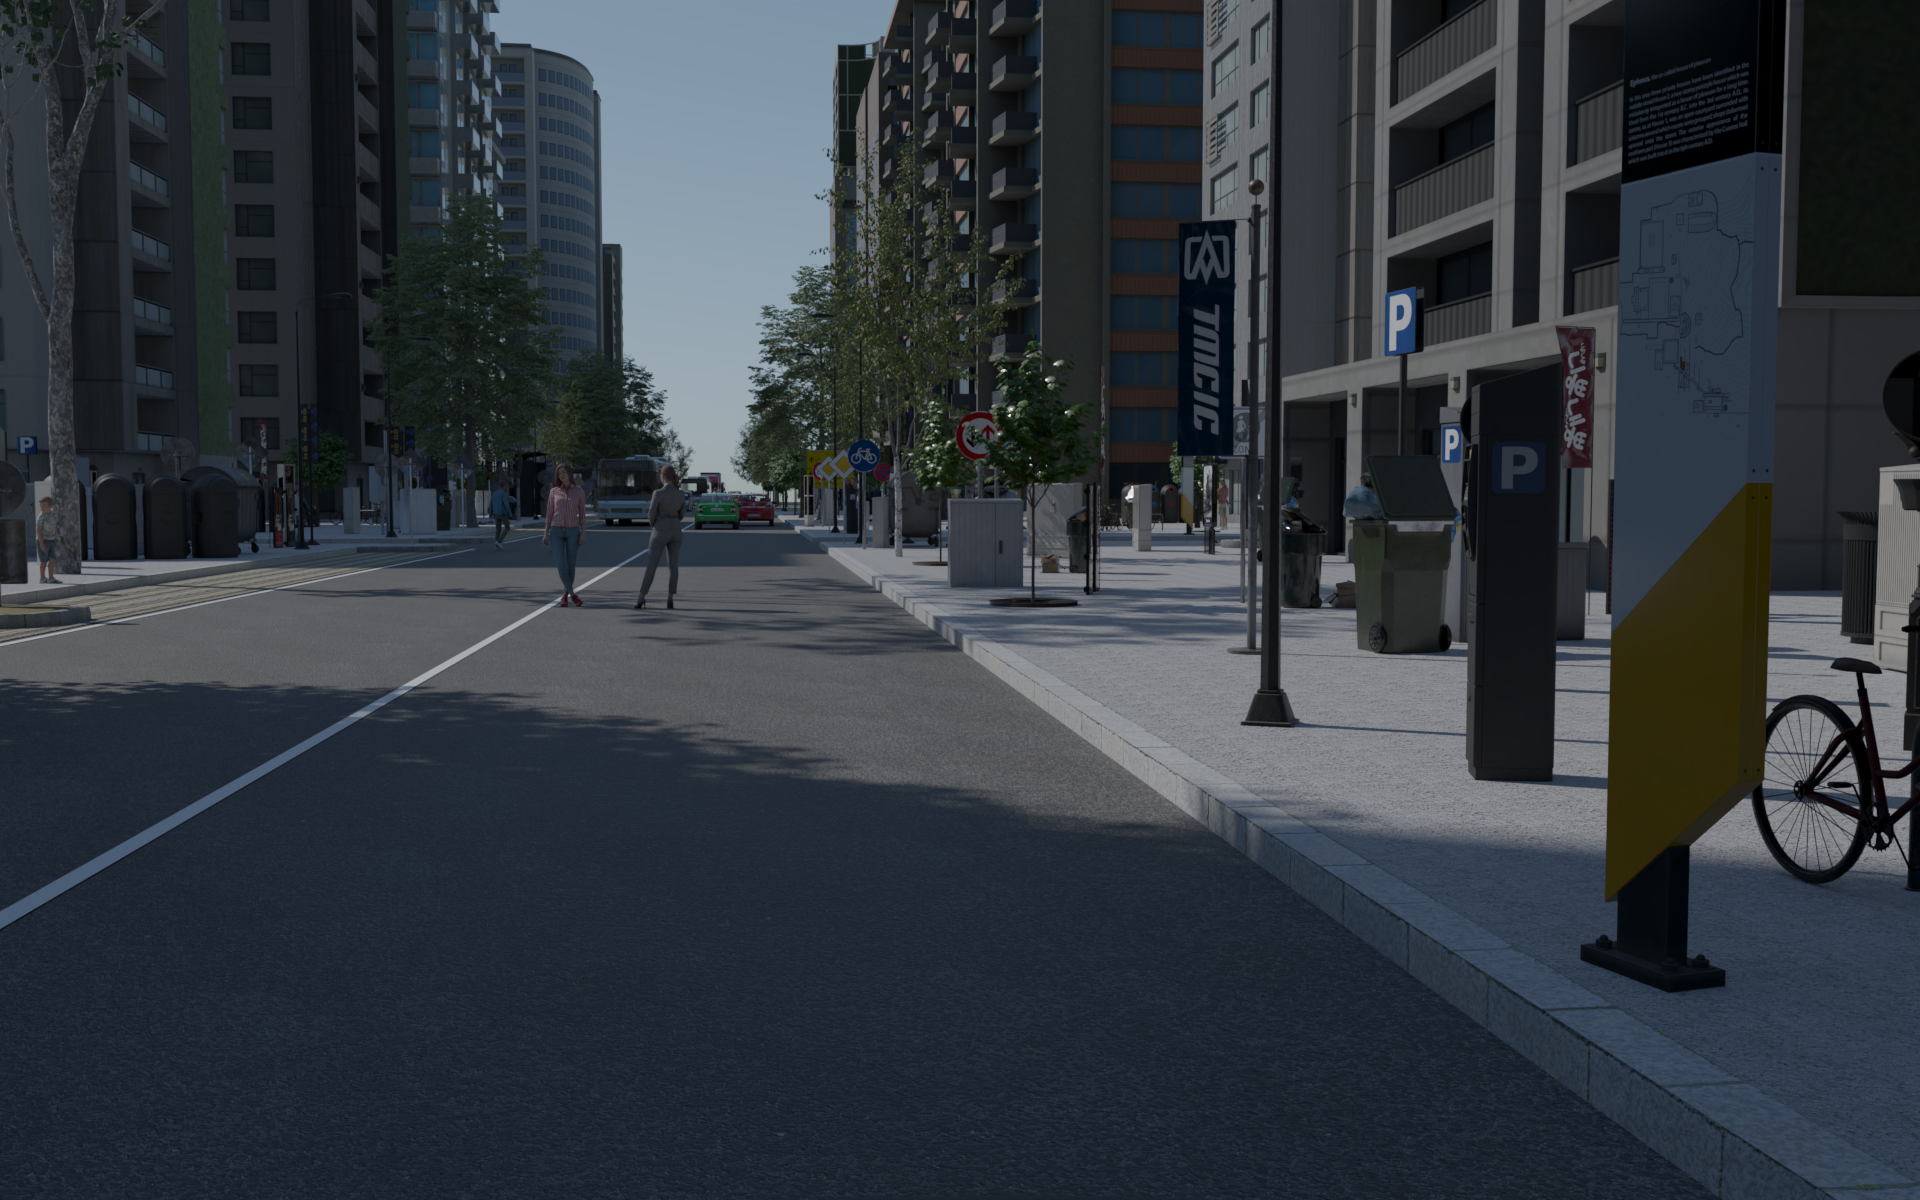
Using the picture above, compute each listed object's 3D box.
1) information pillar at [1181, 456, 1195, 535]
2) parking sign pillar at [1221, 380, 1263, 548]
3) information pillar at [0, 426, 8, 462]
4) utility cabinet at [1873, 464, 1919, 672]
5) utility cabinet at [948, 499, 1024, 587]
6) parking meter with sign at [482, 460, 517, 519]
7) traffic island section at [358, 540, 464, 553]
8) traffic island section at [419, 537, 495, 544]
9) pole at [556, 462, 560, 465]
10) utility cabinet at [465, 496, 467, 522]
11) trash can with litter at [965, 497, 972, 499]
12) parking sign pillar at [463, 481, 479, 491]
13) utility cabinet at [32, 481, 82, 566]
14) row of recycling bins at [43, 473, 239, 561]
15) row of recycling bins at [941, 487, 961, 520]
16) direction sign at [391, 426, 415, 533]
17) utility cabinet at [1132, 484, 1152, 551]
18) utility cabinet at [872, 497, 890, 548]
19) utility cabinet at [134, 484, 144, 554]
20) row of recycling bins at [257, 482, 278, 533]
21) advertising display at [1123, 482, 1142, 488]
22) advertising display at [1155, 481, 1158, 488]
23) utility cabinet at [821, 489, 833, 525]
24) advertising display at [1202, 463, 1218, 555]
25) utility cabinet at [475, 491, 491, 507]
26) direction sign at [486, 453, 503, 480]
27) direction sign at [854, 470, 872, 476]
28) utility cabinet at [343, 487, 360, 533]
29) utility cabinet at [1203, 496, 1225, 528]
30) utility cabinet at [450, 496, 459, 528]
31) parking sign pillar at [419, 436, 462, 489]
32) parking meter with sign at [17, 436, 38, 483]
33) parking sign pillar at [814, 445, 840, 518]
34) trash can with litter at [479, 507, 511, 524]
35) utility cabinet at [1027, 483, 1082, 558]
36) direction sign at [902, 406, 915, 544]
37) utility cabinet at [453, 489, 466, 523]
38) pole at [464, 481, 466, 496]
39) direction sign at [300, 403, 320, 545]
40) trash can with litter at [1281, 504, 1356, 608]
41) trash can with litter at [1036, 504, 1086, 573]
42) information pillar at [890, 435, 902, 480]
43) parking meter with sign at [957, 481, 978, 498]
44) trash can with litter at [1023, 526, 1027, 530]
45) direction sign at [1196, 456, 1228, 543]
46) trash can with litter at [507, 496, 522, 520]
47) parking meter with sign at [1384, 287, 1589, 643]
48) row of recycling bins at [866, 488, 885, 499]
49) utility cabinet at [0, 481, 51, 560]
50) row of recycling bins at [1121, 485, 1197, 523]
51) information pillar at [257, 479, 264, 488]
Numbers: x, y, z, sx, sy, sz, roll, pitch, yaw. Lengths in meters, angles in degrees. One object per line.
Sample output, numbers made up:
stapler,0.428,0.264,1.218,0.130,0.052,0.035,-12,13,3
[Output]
information pillar,7.134,-3.848,54.267,0.504,3.616,0.183,-3,5,-40
parking sign pillar,6.991,-3.239,41.431,1.447,3.967,1.447,1,4,15
information pillar,-29.999,-3.842,54.173,0.504,3.616,0.183,1,4,18
utility cabinet,6.863,-0.211,12.123,0.318,1.500,1.173,0,4,0
utility cabinet,0.353,-0.782,23.942,1.020,1.237,0.306,-1,4,-9
parking meter with sign,-23.914,-5.733,89.994,1.738,3.016,0.543,-1,4,-10
traffic island section,-13.817,-1.301,43.547,2.009,0.180,2.903,0,4,-7
traffic island section,-14.800,-1.785,51.472,2.009,0.180,2.903,0,4,-7
pole,-25.598,-7.126,110.352,0.158,3.312,0.155,0,3,0
utility cabinet,-22.758,-4.145,78.936,0.306,1.237,1.020,0,4,0
trash can with litter,0.368,-3.440,67.632,0.624,1.170,1.055,1,4,21
parking sign pillar,-34.882,-8.232,123.068,1.447,3.967,1.447,-1,4,-12
utility cabinet,-15.878,-1.335,30.508,1.173,1.500,0.318,3,5,41
row of recycling bins,-16.137,-1.653,34.137,3.534,1.692,1.069,-2,4,-31
row of recycling bins,-0.745,-4.883,86.950,1.069,1.692,3.534,1,4,18
direction sign,-18.530,-4.013,57.615,0.876,3.537,0.379,0,4,8
utility cabinet,4.101,-1.863,39.138,0.318,1.500,1.173,0,4,0
utility cabinet,-1.894,-1.847,41.352,0.306,1.237,1.020,0,4,5
utility cabinet,-17.361,-1.724,36.864,0.318,1.500,1.173,-1,4,-16
row of recycling bins,-24.081,-3.094,57.704,3.534,1.692,1.069,-1,4,-17
advertising display,9.122,-5.285,91.621,0.974,1.923,0.123,1,4,14
advertising display,9.557,-4.830,84.180,0.123,1.923,0.974,0,4,5
utility cabinet,-5.399,-3.791,70.654,0.318,1.500,1.173,-1,4,-14
advertising display,5.323,-1.937,36.892,0.123,1.923,0.974,0,4,-4
utility cabinet,-31.001,-6.352,112.526,0.318,1.500,1.173,2,4,28
direction sign,-25.541,-6.304,95.061,0.876,3.537,0.379,-1,4,-12
direction sign,-4.213,-5.084,75.114,0.876,3.537,0.379,-2,4,-34
utility cabinet,-19.803,-2.916,56.358,0.318,1.500,1.173,-1,4,-8
utility cabinet,9.680,-3.350,65.935,0.306,1.237,1.020,-2,4,-31
utility cabinet,-19.649,-3.359,66.089,1.020,1.237,0.306,1,4,10
parking sign pillar,-24.082,-5.581,79.718,1.447,3.967,1.447,1,4,11
parking meter with sign,-28.007,-3.368,51.326,0.543,3.016,1.738,0,4,-3
parking sign pillar,-7.255,-6.452,93.970,1.447,3.967,1.447,2,4,32
trash can with litter,-20.524,-3.940,75.484,2.233,1.210,1.678,-1,4,-11
utility cabinet,1.884,-1.594,34.735,1.173,1.500,0.318,3,5,40
direction sign,-1.357,-3.234,44.878,0.379,3.537,0.876,-1,4,-18
utility cabinet,-22.021,-4.134,76.268,0.318,1.500,1.173,0,4,-6
pole,-27.330,-6.241,95.888,0.158,3.312,0.155,0,3,0
direction sign,-16.286,-3.146,43.427,0.876,3.537,0.379,3,5,43
trash can with litter,4.081,-0.503,19.619,1.055,1.170,0.624,0,4,-1
trash can with litter,1.754,-1.020,28.072,1.055,1.170,0.624,0,4,8
information pillar,-2.546,-4.760,69.174,0.504,3.616,0.183,1,4,9
parking meter with sign,0.659,-5.781,90.780,1.738,3.016,0.543,1,4,23
trash can with litter,2.644,-3.188,63.186,1.678,1.210,2.233,0,4,-1
direction sign,6.574,-3.257,45.255,0.876,3.537,0.379,2,4,28
trash can with litter,-21.952,-4.525,85.369,0.624,1.170,1.055,-3,5,-44
parking meter with sign,4.600,-1.150,15.071,1.738,3.016,0.543,-1,4,-14
row of recycling bins,-5.016,-6.398,111.725,3.534,1.692,1.069,-1,4,-11
utility cabinet,-18.891,-1.625,35.241,1.173,1.500,0.318,0,4,3
row of recycling bins,8.840,-4.261,76.776,3.534,1.692,1.069,-1,4,-17
information pillar,-33.159,-4.738,81.960,0.304,2.012,0.304,2,4,32
